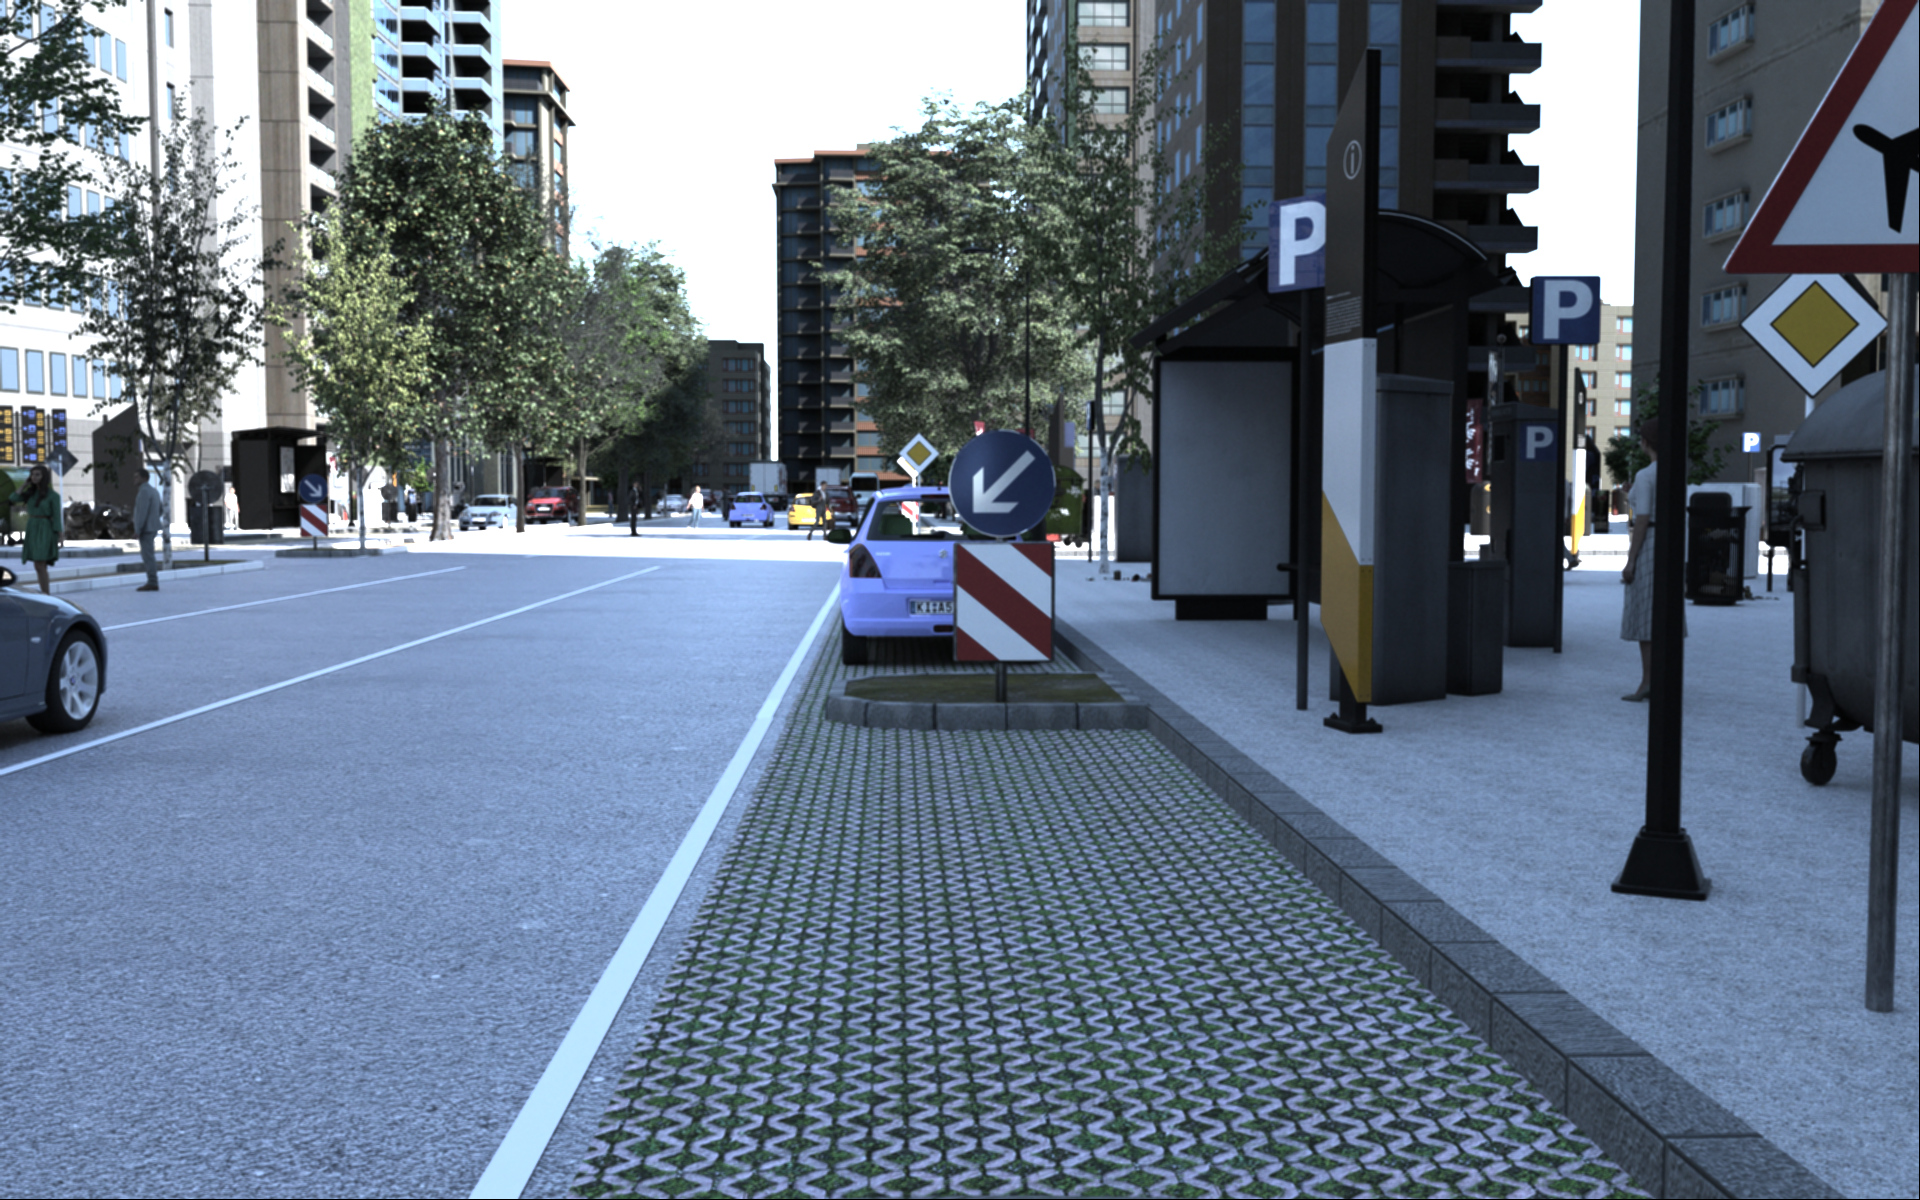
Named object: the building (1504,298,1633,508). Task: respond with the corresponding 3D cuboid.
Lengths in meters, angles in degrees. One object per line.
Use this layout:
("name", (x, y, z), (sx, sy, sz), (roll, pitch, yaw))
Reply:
("building", (48.934, -19.984, 171.777), (28.899, 21.520, 27.650), (0, 4, -2))

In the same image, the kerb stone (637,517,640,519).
("kerb stone", (-17.935, -4.481, 95.571), (0.120, 0.150, 1.000), (0, 4, -2))

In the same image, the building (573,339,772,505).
("building", (-39.412, -22.984, 220.827), (28.899, 21.520, 27.650), (0, 4, -2))

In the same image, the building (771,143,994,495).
("building", (-10.456, -34.507, 218.819), (28.867, 44.769, 22.147), (0, 4, -2))

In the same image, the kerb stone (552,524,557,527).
("kerb stone", (-17.011, -3.047, 72.017), (0.120, 0.150, 1.000), (0, 4, -2))

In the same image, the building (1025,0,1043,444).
("building", (15.282, -44.886, 172.133), (20.563, 71.187, 20.611), (0, 4, -2))

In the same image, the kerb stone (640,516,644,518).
("kerb stone", (-18.010, -4.613, 97.614), (0.120, 0.150, 1.000), (0, 4, -2))

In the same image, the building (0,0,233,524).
("building", (-41.845, -31.846, 62.689), (21.231, 58.520, 28.212), (0, 4, -2))

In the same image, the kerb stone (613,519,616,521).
("kerb stone", (-17.612, -3.987, 87.388), (0.120, 0.150, 1.000), (0, 4, -2))

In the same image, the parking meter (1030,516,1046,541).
("parking meter", (1.324, -1.341, 30.335), (0.372, 1.533, 0.369), (0, 3, 0))

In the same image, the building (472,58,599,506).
("building", (-51.561, -31.526, 170.074), (28.867, 44.769, 22.147), (0, 4, -2))

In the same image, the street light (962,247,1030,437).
("street light", (0.737, -3.684, 32.771), (1.470, 5.913, 1.316), (0, 4, -2))

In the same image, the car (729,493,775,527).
("car", (-9.110, -4.058, 75.932), (1.945, 1.707, 3.694), (0, 4, -1))

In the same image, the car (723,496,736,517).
("car", (-13.883, -5.860, 108.393), (1.945, 1.354, 3.894), (0, 4, -4))

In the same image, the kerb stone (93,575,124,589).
("kerb stone", (-13.118, -0.263, 26.491), (0.120, 0.150, 1.000), (0, 4, -2))

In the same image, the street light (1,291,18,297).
("street light", (-22.195, -4.112, 39.774), (1.470, 5.913, 1.316), (0, 4, -2))

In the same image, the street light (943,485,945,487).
("street light", (-0.417, -5.331, 59.701), (1.470, 5.913, 1.316), (0, 4, -2))

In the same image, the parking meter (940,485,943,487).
("parking meter", (-1.139, -6.274, 108.288), (0.255, 1.863, 0.399), (-1, 4, -10))

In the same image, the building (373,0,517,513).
("building", (-45.912, -49.856, 127.822), (22.319, 86.520, 31.000), (0, 4, -2))

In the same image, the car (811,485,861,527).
("car", (-5.489, -4.126, 76.139), (2.281, 1.827, 5.304), (0, 4, -2))

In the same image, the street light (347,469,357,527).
("street light", (-23.353, -5.830, 67.859), (1.470, 5.913, 1.316), (0, 4, -2))

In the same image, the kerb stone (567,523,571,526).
("kerb stone", (-17.122, -3.235, 75.093), (0.120, 0.150, 1.000), (0, 4, -2))

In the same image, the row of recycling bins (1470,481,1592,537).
("row of recycling bins", (17.440, -2.806, 52.985), (3.534, 1.692, 1.069), (1, 4, 20))

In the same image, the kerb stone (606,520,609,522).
("kerb stone", (-17.542, -3.862, 85.345), (0.120, 0.150, 1.000), (0, 4, -2))

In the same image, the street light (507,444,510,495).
("street light", (-24.264, -7.497, 95.122), (1.470, 5.913, 1.316), (0, 4, -2))

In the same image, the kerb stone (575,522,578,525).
("kerb stone", (-17.216, -3.360, 77.137), (0.120, 0.150, 1.000), (0, 4, -2))

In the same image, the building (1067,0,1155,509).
("building", (13.598, -26.020, 109.014), (14.154, 41.232, 14.086), (0, 4, -2))

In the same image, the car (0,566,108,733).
("car", (-6.142, 0.188, 8.937), (2.014, 1.417, 4.499), (0, 4, -1))

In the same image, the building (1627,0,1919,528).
("building", (35.967, -26.701, 60.256), (21.600, 48.544, 21.300), (0, 4, -2))

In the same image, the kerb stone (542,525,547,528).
("kerb stone", (-16.931, -2.921, 69.947), (0.120, 0.150, 1.000), (0, 4, -2))

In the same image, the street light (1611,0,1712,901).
("street light", (1.742, -2.012, 5.443), (1.470, 5.913, 1.316), (0, 4, -2))

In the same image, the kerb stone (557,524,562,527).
("kerb stone", (-17.053, -3.110, 73.045), (0.120, 0.150, 1.000), (0, 4, -2))

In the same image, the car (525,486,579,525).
("car", (-19.316, -4.520, 82.570), (2.281, 1.827, 5.304), (0, 4, -2))

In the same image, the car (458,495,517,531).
("car", (-18.472, -3.454, 68.474), (2.014, 1.417, 4.499), (0, 4, -1))

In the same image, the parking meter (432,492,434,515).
("parking meter", (-32.787, -6.269, 108.201), (0.255, 1.863, 0.399), (-2, 4, -33))

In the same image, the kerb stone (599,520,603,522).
("kerb stone", (-17.456, -3.732, 83.293), (0.120, 0.150, 1.000), (0, 4, -2))

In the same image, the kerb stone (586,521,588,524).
("kerb stone", (-17.285, -3.484, 79.188), (0.120, 0.150, 1.000), (0, 4, -2))

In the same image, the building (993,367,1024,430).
("building", (18.319, -23.107, 222.836), (28.899, 21.520, 27.650), (0, 4, -2))

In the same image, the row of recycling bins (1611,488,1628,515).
("row of recycling bins", (41.207, -6.161, 107.846), (1.069, 1.692, 3.534), (1, 4, 16))

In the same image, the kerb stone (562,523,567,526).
("kerb stone", (-17.086, -3.171, 74.067), (0.120, 0.150, 1.000), (0, 4, -2))

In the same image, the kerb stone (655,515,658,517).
("kerb stone", (-18.223, -4.922, 102.745), (0.120, 0.150, 1.000), (0, 4, -2))

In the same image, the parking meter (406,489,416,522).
("parking meter", (-25.178, -4.350, 79.529), (0.372, 1.533, 0.369), (0, 3, 0))

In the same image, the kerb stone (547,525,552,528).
("kerb stone", (-16.972, -2.983, 70.981), (0.120, 0.150, 1.000), (0, 4, -2))

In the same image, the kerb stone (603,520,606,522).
("kerb stone", (-17.495, -3.800, 84.324), (0.120, 0.150, 1.000), (0, 4, -2))

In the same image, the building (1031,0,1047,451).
("building", (17.684, -32.281, 147.398), (23.786, 49.044, 30.456), (0, 4, -2))

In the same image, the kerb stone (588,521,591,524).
("kerb stone", (-17.339, -3.548, 80.212), (0.120, 0.150, 1.000), (0, 4, -2))

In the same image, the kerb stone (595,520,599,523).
("kerb stone", (-17.414, -3.674, 82.272), (0.120, 0.150, 1.000), (0, 4, -2))

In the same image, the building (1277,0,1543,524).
("building", (16.741, -26.185, 78.234), (14.600, 45.320, 14.200), (0, 4, -2))

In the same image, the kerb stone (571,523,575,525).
("kerb stone", (-17.172, -3.298, 76.115), (0.120, 0.150, 1.000), (0, 4, -2))

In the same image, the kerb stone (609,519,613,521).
("kerb stone", (-17.579, -3.925, 86.366), (0.120, 0.150, 1.000), (0, 4, -2))

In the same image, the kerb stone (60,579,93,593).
("kerb stone", (-13.081, -0.200, 25.469), (0.120, 0.150, 1.000), (0, 4, -2))

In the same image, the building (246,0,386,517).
("building", (-40.586, -25.095, 93.891), (14.154, 41.232, 14.086), (0, 4, -2))

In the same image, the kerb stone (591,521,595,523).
("kerb stone", (-17.379, -3.611, 81.240), (0.120, 0.150, 1.000), (0, 4, -2))

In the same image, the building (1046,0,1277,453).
("building", (13.773, -29.049, 125.055), (14.600, 45.320, 14.200), (0, 4, -2))

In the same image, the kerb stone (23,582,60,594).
("kerb stone", (-13.042, -0.138, 24.448), (0.120, 0.150, 1.000), (0, 4, -2))
